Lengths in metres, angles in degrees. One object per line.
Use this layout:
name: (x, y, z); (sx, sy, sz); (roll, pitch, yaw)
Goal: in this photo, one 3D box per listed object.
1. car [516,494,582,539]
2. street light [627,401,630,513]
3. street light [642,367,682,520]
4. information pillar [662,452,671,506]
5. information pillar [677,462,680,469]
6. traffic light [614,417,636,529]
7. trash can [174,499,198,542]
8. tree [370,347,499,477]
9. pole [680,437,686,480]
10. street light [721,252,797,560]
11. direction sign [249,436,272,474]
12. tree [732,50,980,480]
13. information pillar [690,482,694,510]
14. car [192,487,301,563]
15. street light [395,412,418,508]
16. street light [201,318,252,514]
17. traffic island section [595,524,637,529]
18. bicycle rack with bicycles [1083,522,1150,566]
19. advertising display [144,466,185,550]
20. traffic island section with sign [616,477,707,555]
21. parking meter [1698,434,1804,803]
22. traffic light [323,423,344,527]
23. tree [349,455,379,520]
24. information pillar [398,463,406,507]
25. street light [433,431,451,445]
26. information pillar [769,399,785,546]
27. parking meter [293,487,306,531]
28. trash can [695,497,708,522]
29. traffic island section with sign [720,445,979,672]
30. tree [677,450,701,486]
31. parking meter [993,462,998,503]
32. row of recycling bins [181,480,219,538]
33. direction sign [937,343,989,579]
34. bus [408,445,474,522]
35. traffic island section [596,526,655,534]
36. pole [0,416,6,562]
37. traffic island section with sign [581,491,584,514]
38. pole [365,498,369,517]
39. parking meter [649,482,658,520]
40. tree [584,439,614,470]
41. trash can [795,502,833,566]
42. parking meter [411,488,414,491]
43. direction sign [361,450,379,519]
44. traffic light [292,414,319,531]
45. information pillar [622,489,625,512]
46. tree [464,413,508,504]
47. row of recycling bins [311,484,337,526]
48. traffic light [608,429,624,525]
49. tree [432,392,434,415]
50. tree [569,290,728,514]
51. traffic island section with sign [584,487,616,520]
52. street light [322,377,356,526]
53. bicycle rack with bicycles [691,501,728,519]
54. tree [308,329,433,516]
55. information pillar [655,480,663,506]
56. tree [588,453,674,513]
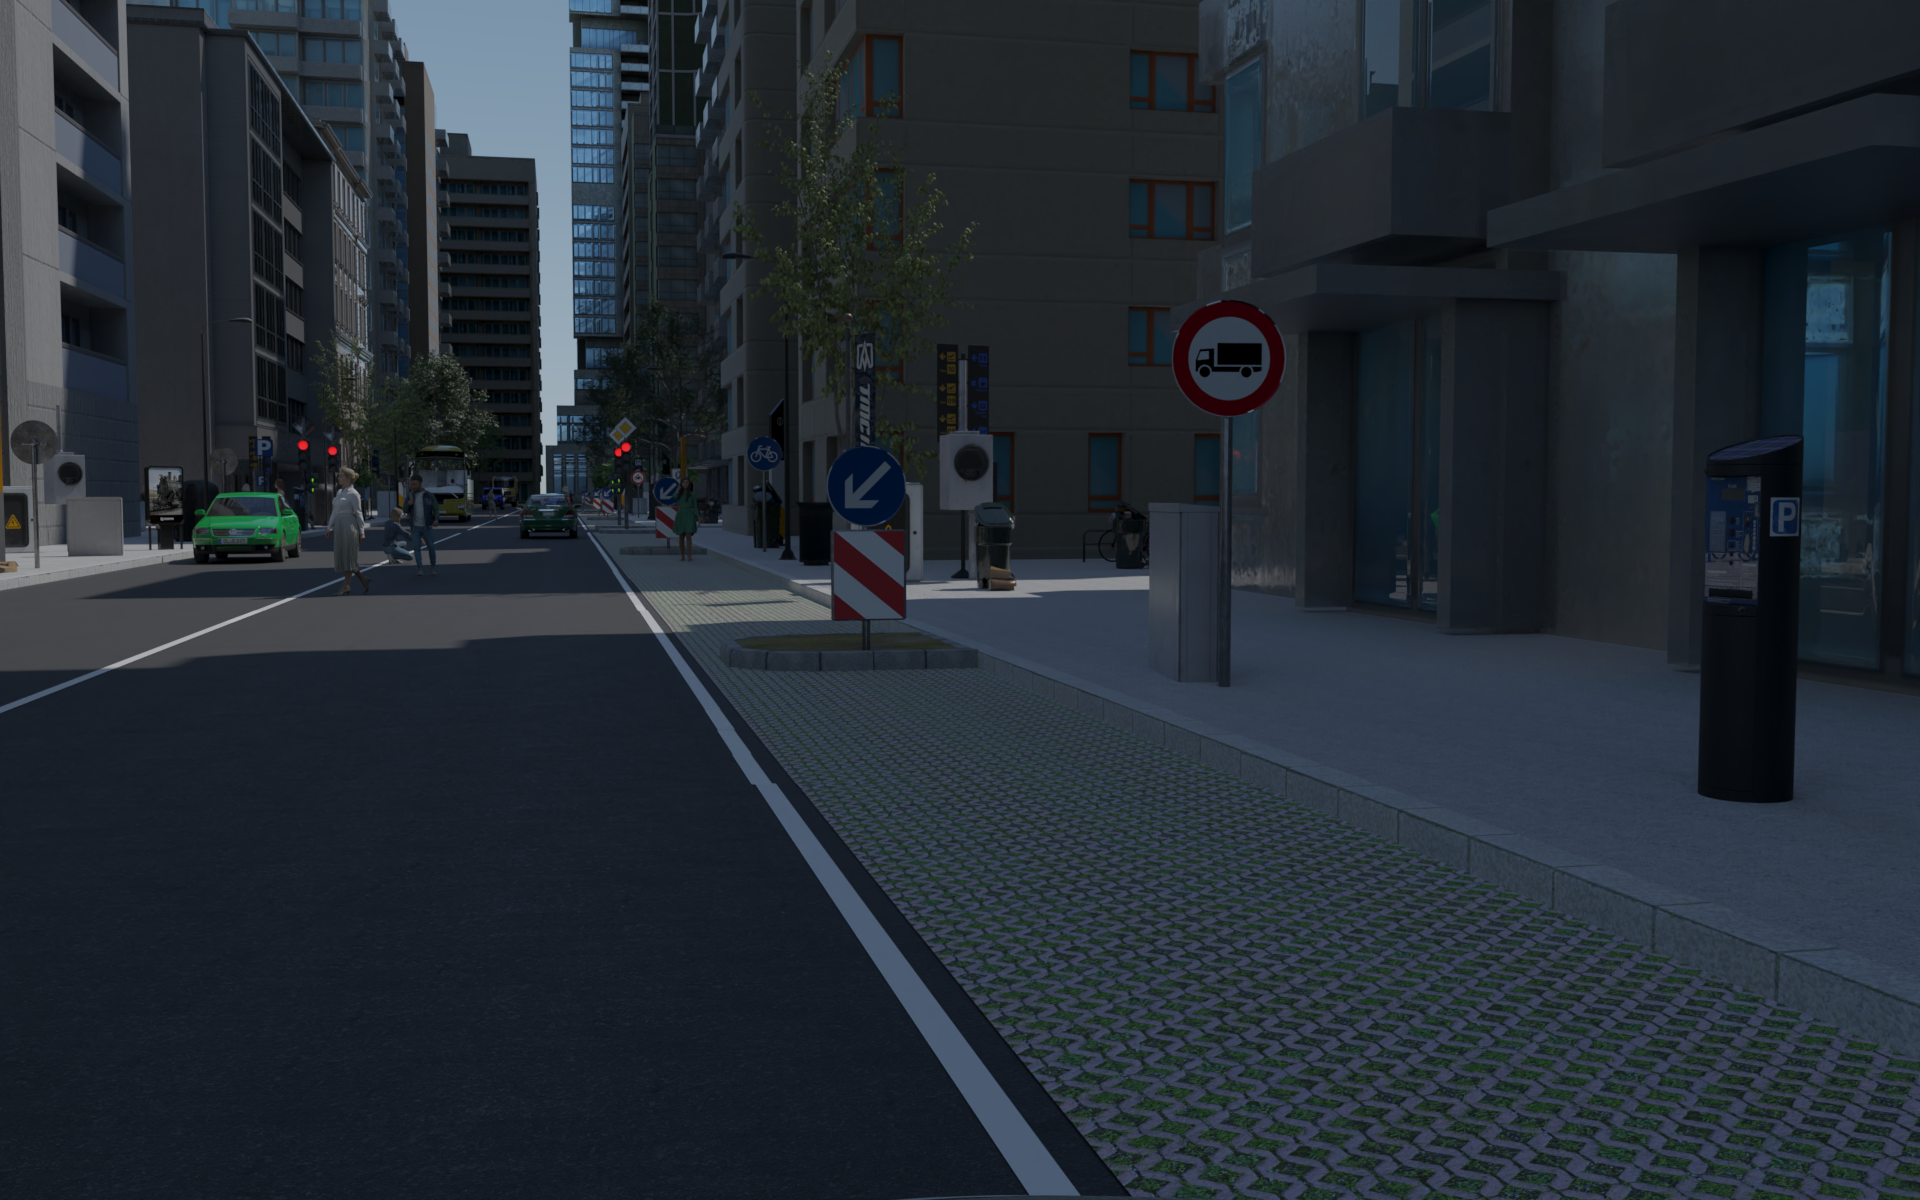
car: (-13.579, -2.777, 57.208); (2.131, 1.459, 4.920); (-1, 4, -13)
street light: (-16.026, -6.959, 86.326); (1.470, 5.913, 1.316); (-1, 4, -13)
street light: (-10.752, -5.558, 63.420); (1.470, 5.913, 1.316); (-1, 4, -13)
information pillar: (-16.241, -6.391, 95.840); (0.504, 3.616, 0.183); (1, 4, 17)
information pillar: (-20.590, -8.316, 127.322); (0.504, 3.616, 0.183); (-3, 4, -37)
traffic light: (-12.192, -4.538, 63.123); (0.839, 4.253, 0.868); (-1, 4, -13)
trash can: (-20.924, -2.143, 46.684); (0.748, 1.137, 0.748); (0, 3, 0)
tree: (-40.985, -13.359, 135.419); (9.611, 12.733, 9.660); (0, 3, 0)
pole: (-9.833, -4.146, 61.626); (0.158, 3.312, 0.155); (0, 3, 0)
street light: (-3.896, -3.733, 33.584); (1.470, 5.913, 1.316); (-1, 4, -13)
direction sign: (-27.343, -4.632, 67.726); (0.876, 3.537, 0.379); (0, 4, 2)
tree: (-1.838, -4.821, 29.194); (4.737, 8.622, 4.395); (0, 3, 0)
information pillar: (-16.299, -6.130, 104.719); (0.304, 2.012, 0.304); (-3, 5, -44)
car: (-15.420, -1.758, 37.543); (1.959, 1.807, 4.718); (-1, 4, -15)
street light: (-31.449, -7.691, 98.292); (1.470, 5.913, 1.316); (-1, 4, -13)
street light: (-19.361, -4.476, 45.719); (1.470, 5.913, 1.316); (-1, 4, -13)
traffic island section: (-13.940, -2.982, 71.029); (2.009, 0.180, 2.903); (-1, 4, -13)
bicycle rack with bicycles: (3.746, -1.155, 32.260); (2.925, 0.926, 2.852); (-2, 4, -30)
advertising display: (-18.300, -2.119, 39.861); (0.123, 1.923, 0.974); (2, 4, 26)
traffic island section with sign: (-7.106, -1.998, 41.292); (1.989, 1.847, 2.006); (-1, 4, -13)
parking meter: (3.339, 0.067, 7.321); (0.372, 1.533, 0.369); (0, 3, 0)
traffic light: (-24.710, -4.863, 68.430); (0.839, 4.253, 0.868); (-1, 4, -13)
tree: (-29.424, -5.494, 84.433); (1.663, 3.219, 1.824); (0, 3, 0)
information pillar: (-38.985, -7.936, 121.109); (0.504, 3.616, 0.183); (-2, 4, -27)
street light: (-38.072, -9.462, 127.252); (1.470, 5.913, 1.316); (-1, 4, -13)
information pillar: (-4.494, -3.132, 42.571); (0.183, 3.616, 0.504); (3, 4, 36)
parking meter: (-22.784, -3.139, 59.736); (0.372, 1.533, 0.369); (0, 3, 0)
trash can: (-12.160, -4.237, 80.936); (0.748, 1.137, 0.748); (0, 3, 0)
traffic island section with sign: (-1.032, -0.382, 14.876); (1.989, 1.847, 2.006); (-1, 4, -13)
tree: (-21.100, -8.941, 129.899); (4.285, 4.588, 4.351); (0, 3, 0)
parking meter: (0.565, -1.592, 31.743); (0.255, 1.863, 0.399); (0, 4, 3)
row of recycling bins: (-22.308, -2.656, 50.546); (1.069, 1.692, 3.534); (-2, 4, -30)
direction sign: (0.047, -2.099, 26.316); (0.876, 3.537, 0.379); (-2, 4, -27)
bus: (-26.999, -6.071, 90.811); (2.896, 3.916, 12.252); (-1, 4, -14)
traffic island section: (-12.150, -2.506, 63.246); (2.009, 0.180, 2.903); (-1, 4, -13)
pole: (-16.854, -2.228, 30.265); (0.158, 3.312, 0.155); (0, 3, 0)
traffic island section with sign: (-25.588, -6.913, 121.649); (1.989, 1.847, 2.006); (-1, 4, -13)
pole: (-33.749, -6.400, 98.490); (0.158, 3.312, 0.155); (0, 3, 0)
parking meter: (-15.111, -4.872, 85.370); (0.399, 1.863, 0.255); (-2, 4, -24)
tree: (-43.634, -15.916, 210.596); (4.360, 8.622, 3.978); (0, 3, 0)
trash can: (-2.590, -1.192, 31.149); (0.748, 1.137, 0.748); (0, 3, 0)
parking meter: (-34.787, -6.410, 110.509); (0.255, 1.863, 0.399); (1, 4, 13)
direction sign: (-30.214, -5.920, 88.789); (0.876, 3.537, 0.379); (0, 3, 0)
traffic light: (-22.920, -4.387, 60.648); (0.839, 4.253, 0.868); (-1, 4, -13)
information pillar: (-23.930, -8.083, 123.509); (0.183, 3.616, 0.504); (3, 4, 37)
tree: (-60.540, -17.811, 216.961); (9.928, 11.665, 9.643); (0, 3, 0)
row of recycling bins: (-25.995, -3.926, 71.302); (1.069, 1.692, 3.534); (-1, 4, -12)
traffic light: (-13.982, -5.014, 70.906); (0.839, 4.253, 0.868); (-1, 4, -13)
tree: (-33.483, -9.366, 103.491); (4.737, 8.622, 4.395); (0, 3, 0)
tree: (-13.269, -8.891, 79.775); (7.601, 10.594, 8.767); (0, 4, 1)
traffic island section with sign: (-19.455, -5.283, 95.005); (1.989, 1.847, 2.006); (-1, 4, -13)
street light: (-24.699, -5.895, 68.919); (1.470, 5.913, 1.316); (-1, 4, -13)
bicycle rack with bicycles: (-13.058, -4.660, 89.580); (2.925, 0.926, 2.852); (2, 4, 35)
tree: (-27.268, -7.811, 78.065); (4.737, 8.622, 4.395); (0, 3, 0)
information pillar: (-15.595, -5.212, 89.707); (0.304, 2.012, 0.304); (-2, 4, -25)
tree: (-22.788, -8.260, 118.757); (4.285, 4.588, 4.351); (0, 3, 0)
